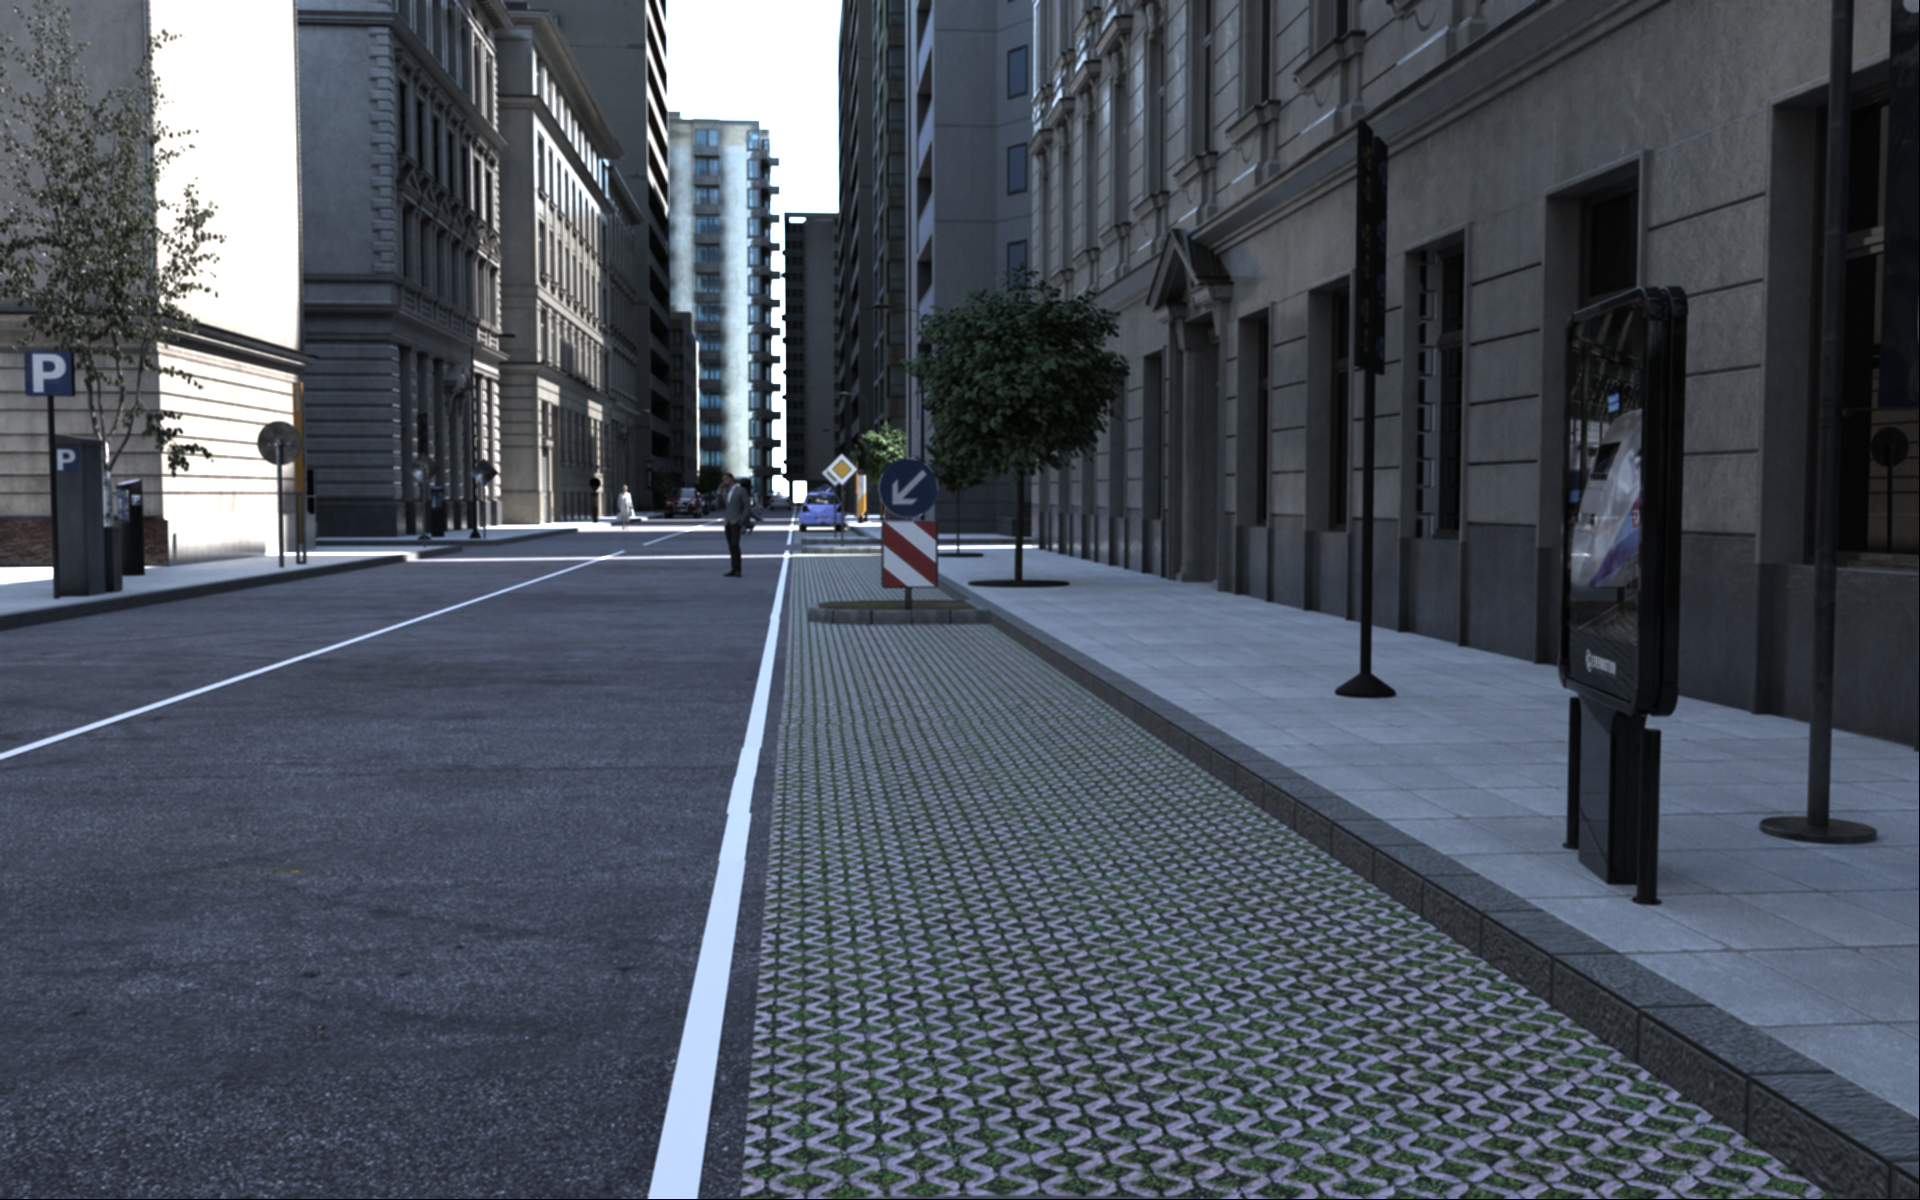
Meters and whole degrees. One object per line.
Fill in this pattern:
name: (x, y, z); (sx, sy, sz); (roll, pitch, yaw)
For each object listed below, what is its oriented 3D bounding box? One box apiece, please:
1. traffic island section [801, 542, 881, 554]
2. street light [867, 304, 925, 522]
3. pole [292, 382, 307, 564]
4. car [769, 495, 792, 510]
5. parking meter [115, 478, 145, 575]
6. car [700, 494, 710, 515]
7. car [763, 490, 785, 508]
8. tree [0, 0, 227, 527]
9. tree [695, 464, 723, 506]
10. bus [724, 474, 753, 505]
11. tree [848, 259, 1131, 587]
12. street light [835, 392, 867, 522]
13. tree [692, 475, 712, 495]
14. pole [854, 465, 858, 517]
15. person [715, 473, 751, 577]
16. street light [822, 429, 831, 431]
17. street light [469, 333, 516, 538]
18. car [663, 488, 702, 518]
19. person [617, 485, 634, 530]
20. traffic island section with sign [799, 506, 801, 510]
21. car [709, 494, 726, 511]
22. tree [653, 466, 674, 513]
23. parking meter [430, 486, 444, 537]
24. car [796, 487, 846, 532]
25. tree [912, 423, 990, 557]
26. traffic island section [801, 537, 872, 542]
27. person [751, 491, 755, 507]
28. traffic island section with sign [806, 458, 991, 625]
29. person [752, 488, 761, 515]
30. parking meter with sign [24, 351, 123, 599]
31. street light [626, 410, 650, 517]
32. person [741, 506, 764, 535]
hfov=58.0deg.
traffic island section: (-2.866, -1.236, 42.497); (2.009, 0.180, 2.903); (0, 4, -5)
street light: (-1.458, -4.279, 42.502); (1.470, 5.913, 1.316); (0, 4, -5)
pole: (-12.086, -2.315, 31.700); (0.158, 3.312, 0.155); (0, 3, 0)
car: (-15.984, -8.682, 154.309); (2.083, 1.381, 4.827); (0, 4, -5)
parking meter: (-13.135, -1.163, 27.421); (0.372, 1.533, 0.369); (0, 3, 0)
car: (-18.174, -6.681, 119.013); (2.009, 1.686, 4.222); (0, 4, -5)
car: (-19.554, -10.584, 181.723); (2.281, 1.827, 5.304); (0, 4, -5)
tree: (-12.581, -4.580, 25.242); (4.360, 8.622, 3.978); (0, 3, 0)
tree: (-27.047, -12.465, 187.519); (4.285, 4.588, 4.351); (0, 3, 0)
bus: (-23.242, -11.439, 181.893); (2.948, 3.499, 13.247); (0, 4, -7)
tree: (0.762, -2.487, 24.375); (4.285, 4.588, 4.351); (0, 3, 0)
street light: (-4.852, -6.531, 79.328); (1.470, 5.913, 1.316); (0, 4, -5)
tree: (-26.725, -11.376, 180.592); (1.663, 3.219, 1.824); (0, 3, 0)
pole: (-5.835, -6.331, 97.357); (0.158, 3.312, 0.155); (0, 3, 0)
person: (-3.953, -1.313, 30.142); (0.473, 1.802, 0.592); (-3, 4, -39)
street light: (-9.186, -9.299, 124.578); (1.470, 5.913, 1.316); (0, 4, -5)
street light: (-13.516, -4.742, 50.079); (1.470, 5.913, 1.316); (0, 4, -5)
car: (-16.614, -5.830, 103.985); (2.281, 1.827, 5.304); (0, 4, -6)
person: (-13.291, -3.673, 68.913); (0.694, 1.780, 0.624); (0, 4, 1)
traffic island section with sign: (-5.966, -4.093, 75.550); (1.989, 1.847, 2.006); (0, 4, -5)
car: (-20.279, -8.264, 147.123); (2.014, 1.417, 4.499); (0, 4, -4)
tree: (-20.355, -7.580, 118.532); (1.663, 3.219, 1.824); (0, 3, 0)
parking meter: (-15.633, -2.654, 51.803); (0.372, 1.533, 0.369); (0, 3, 0)
car: (-5.356, -3.504, 66.877); (1.945, 1.707, 3.694); (0, 4, -7)
tree: (-0.169, -2.506, 35.582); (1.663, 3.219, 1.824); (0, 3, 0)
traffic island section: (-3.611, -1.723, 50.447); (2.009, 0.180, 2.903); (0, 4, -5)
person: (-23.400, -11.477, 196.143); (0.705, 1.824, 1.348); (1, 4, 21)
traffic island section with sign: (-0.740, -0.685, 19.829); (1.989, 1.847, 2.006); (0, 4, -5)
person: (-13.892, -6.703, 117.967); (0.818, 1.842, 0.514); (1, 4, 9)
parking meter with sign: (-11.181, -1.573, 21.979); (0.543, 3.016, 1.738); (0, 4, -7)
street light: (-17.862, -7.545, 95.909); (1.470, 5.913, 1.316); (0, 4, -5)
person: (-7.376, -2.861, 60.783); (1.012, 1.151, 0.738); (-1, 4, -20)
